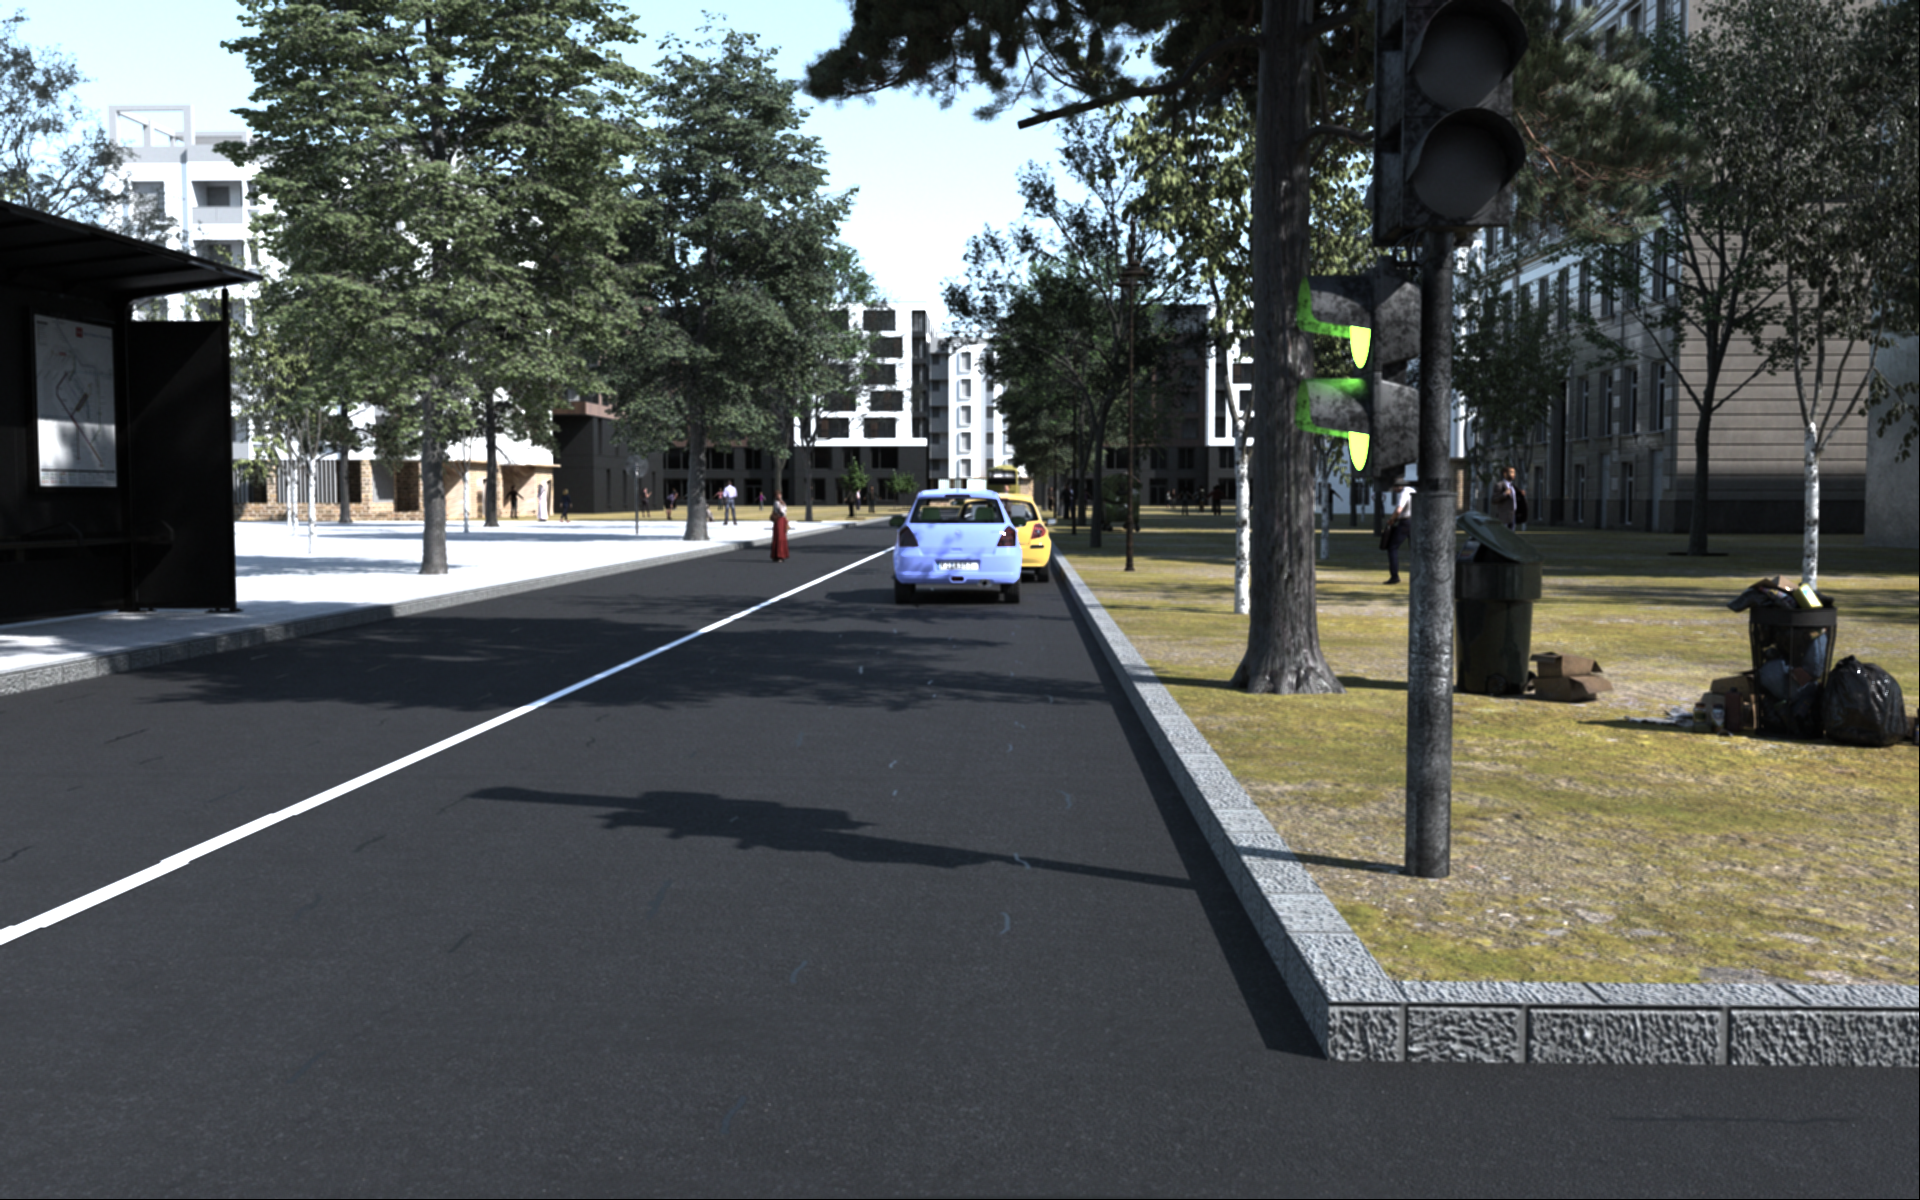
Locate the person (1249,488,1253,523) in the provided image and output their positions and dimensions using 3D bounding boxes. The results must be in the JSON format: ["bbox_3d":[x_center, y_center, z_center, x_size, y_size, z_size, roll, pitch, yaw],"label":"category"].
[{"bbox_3d":[12.632,-4.152,75.796,0.662,1.594,0.647,3,4,36],"label":"person"}]

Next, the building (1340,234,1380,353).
[{"bbox_3d":[33.368,-16.828,131.555,16.016,20.091,11.380,0,4,2],"label":"building"}]

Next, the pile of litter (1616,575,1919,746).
[{"bbox_3d":[4.538,0.280,9.383,1.176,0.858,1.719,-2,4,-33],"label":"pile of litter"}]

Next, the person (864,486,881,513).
[{"bbox_3d":[-5.990,-6.829,117.726,1.348,1.821,0.705,-2,4,-33],"label":"person"}]

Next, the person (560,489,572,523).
[{"bbox_3d":[-17.757,-4.237,77.866,0.480,1.512,0.613,1,4,12],"label":"person"}]

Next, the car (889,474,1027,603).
[{"bbox_3d":[-0.032,-0.884,24.041,1.945,1.707,3.694,0,4,0],"label":"car"}]

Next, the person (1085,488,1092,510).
[{"bbox_3d":[10.039,-8.114,139.394,1.217,1.739,0.721,1,4,16],"label":"person"}]

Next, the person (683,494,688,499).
[{"bbox_3d":[-21.403,-8.061,137.921,1.350,1.814,0.705,1,4,21],"label":"person"}]

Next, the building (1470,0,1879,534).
[{"bbox_3d":[29.017,-16.487,66.828,12.463,27.353,25.104,0,4,2],"label":"building"}]

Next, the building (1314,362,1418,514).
[{"bbox_3d":[28.272,-10.387,111.969,9.099,9.664,28.070,0,4,2],"label":"building"}]

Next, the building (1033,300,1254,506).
[{"bbox_3d":[24.582,-21.593,197.016,32.646,21.610,27.936,0,4,2],"label":"building"}]

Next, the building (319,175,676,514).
[{"bbox_3d":[-39.868,-17.218,125.497,32.646,21.610,27.936,0,4,2],"label":"building"}]

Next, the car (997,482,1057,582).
[{"bbox_3d":[0.664,-1.185,29.599,2.015,1.641,3.980,0,4,2],"label":"car"}]

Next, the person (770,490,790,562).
[{"bbox_3d":[-3.810,-1.567,36.580,0.387,1.526,0.523,0,4,7],"label":"person"}]

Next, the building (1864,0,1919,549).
[{"bbox_3d":[39.152,-13.921,32.127,34.151,26.468,19.350,0,4,2],"label":"building"}]

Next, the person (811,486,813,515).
[{"bbox_3d":[-9.262,-6.200,107.428,0.705,1.822,1.348,0,4,-1],"label":"person"}]

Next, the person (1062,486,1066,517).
[{"bbox_3d":[5.877,-5.512,96.177,0.705,1.822,1.348,0,4,-3],"label":"person"}]

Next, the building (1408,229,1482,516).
[{"bbox_3d":[32.108,-14.348,91.005,16.016,20.091,11.380,0,4,2],"label":"building"}]

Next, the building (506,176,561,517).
[{"bbox_3d":[-32.627,-14.981,101.355,16.016,20.091,11.380,0,4,2],"label":"building"}]

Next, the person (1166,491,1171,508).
[{"bbox_3d":[19.596,-9.369,162.473,0.721,1.735,1.217,-1,4,-9],"label":"person"}]

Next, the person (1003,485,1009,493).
[{"bbox_3d":[1.798,-3.444,65.363,0.434,1.755,0.990,2,4,31],"label":"person"}]

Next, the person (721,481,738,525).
[{"bbox_3d":[-9.563,-4.027,71.752,0.709,1.838,0.599,-1,4,-22],"label":"person"}]

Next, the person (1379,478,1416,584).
[{"bbox_3d":[6.264,-0.995,24.526,0.590,1.554,0.614,2,4,35],"label":"person"}]

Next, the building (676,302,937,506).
[{"bbox_3d":[-19.421,-21.681,198.452,32.646,21.610,27.936,0,4,2],"label":"building"}]

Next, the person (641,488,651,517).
[{"bbox_3d":[-17.449,-5.433,96.338,0.593,1.643,0.415,-1,4,-9],"label":"person"}]

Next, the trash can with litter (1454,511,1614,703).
[{"bbox_3d":[3.648,0.020,11.062,0.624,1.170,1.055,-3,5,-42],"label":"trash can with litter"}]

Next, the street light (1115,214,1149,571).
[{"bbox_3d":[2.831,-3.422,28.737,0.468,5.910,1.993,0,4,2],"label":"street light"}]

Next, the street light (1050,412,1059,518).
[{"bbox_3d":[4.379,-6.539,79.693,0.468,5.910,1.993,0,4,2],"label":"street light"}]

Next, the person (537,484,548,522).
[{"bbox_3d":[-19.524,-4.530,80.772,0.621,1.740,0.551,-3,5,-44],"label":"person"}]

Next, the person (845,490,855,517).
[{"bbox_3d":[-6.091,-5.519,96.413,0.705,1.807,1.348,1,4,17],"label":"person"}]

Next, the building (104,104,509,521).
[{"bbox_3d":[-33.057,-14.222,88.952,16.016,20.091,11.380,0,4,2],"label":"building"}]

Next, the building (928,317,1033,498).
[{"bbox_3d":[2.374,-20.488,191.397,11.380,20.091,16.016,0,4,2],"label":"building"}]

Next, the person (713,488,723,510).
[{"bbox_3d":[-19.144,-8.033,138.101,1.217,1.743,0.721,-2,4,-31],"label":"person"}]

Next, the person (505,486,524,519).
[{"bbox_3d":[-23.180,-5.096,90.182,1.217,1.723,0.721,1,4,23],"label":"person"}]

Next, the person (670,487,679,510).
[{"bbox_3d":[-23.186,-8.237,140.344,1.348,1.869,0.705,2,4,35],"label":"person"}]

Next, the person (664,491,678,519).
[{"bbox_3d":[-14.606,-4.790,87.591,0.697,1.427,0.421,1,4,13],"label":"person"}]

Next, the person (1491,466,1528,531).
[{"bbox_3d":[8.787,-1.275,27.703,0.655,1.722,0.431,-2,4,-34],"label":"person"}]

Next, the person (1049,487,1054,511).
[{"bbox_3d":[6.966,-7.705,132.160,0.705,1.807,1.348,1,4,9],"label":"person"}]

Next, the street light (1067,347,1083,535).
[{"bbox_3d":[3.597,-4.994,54.434,0.468,5.910,1.993,0,4,2],"label":"street light"}]

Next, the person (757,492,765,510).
[{"bbox_3d":[-15.692,-7.769,136.282,0.991,1.433,0.599,2,4,32],"label":"person"}]

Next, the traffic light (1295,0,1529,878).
[{"bbox_3d":[1.560,-1.009,5.739,0.839,4.213,0.868,0,4,2],"label":"traffic light"}]

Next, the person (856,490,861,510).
[{"bbox_3d":[-8.214,-8.149,140.221,0.436,1.711,0.756,0,4,-3],"label":"person"}]
